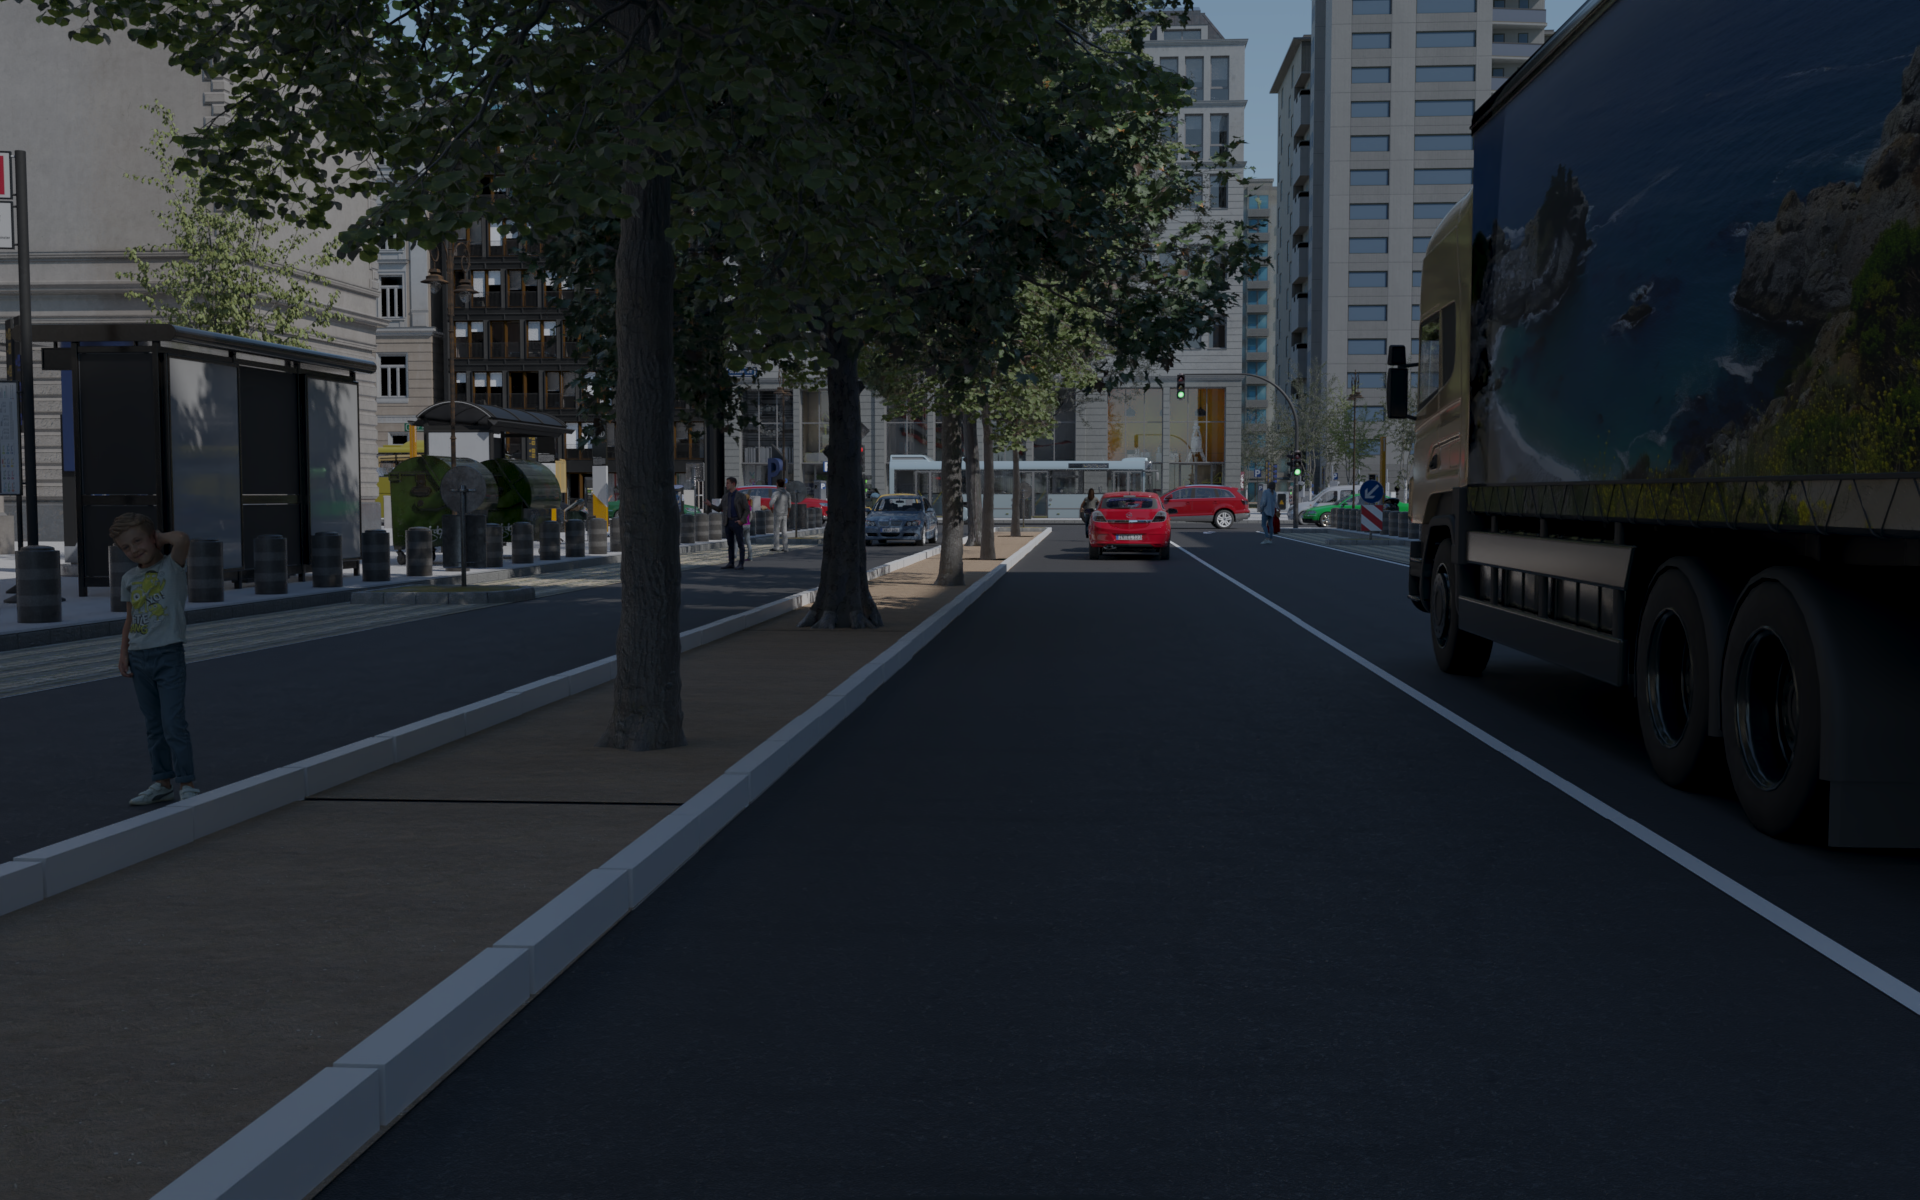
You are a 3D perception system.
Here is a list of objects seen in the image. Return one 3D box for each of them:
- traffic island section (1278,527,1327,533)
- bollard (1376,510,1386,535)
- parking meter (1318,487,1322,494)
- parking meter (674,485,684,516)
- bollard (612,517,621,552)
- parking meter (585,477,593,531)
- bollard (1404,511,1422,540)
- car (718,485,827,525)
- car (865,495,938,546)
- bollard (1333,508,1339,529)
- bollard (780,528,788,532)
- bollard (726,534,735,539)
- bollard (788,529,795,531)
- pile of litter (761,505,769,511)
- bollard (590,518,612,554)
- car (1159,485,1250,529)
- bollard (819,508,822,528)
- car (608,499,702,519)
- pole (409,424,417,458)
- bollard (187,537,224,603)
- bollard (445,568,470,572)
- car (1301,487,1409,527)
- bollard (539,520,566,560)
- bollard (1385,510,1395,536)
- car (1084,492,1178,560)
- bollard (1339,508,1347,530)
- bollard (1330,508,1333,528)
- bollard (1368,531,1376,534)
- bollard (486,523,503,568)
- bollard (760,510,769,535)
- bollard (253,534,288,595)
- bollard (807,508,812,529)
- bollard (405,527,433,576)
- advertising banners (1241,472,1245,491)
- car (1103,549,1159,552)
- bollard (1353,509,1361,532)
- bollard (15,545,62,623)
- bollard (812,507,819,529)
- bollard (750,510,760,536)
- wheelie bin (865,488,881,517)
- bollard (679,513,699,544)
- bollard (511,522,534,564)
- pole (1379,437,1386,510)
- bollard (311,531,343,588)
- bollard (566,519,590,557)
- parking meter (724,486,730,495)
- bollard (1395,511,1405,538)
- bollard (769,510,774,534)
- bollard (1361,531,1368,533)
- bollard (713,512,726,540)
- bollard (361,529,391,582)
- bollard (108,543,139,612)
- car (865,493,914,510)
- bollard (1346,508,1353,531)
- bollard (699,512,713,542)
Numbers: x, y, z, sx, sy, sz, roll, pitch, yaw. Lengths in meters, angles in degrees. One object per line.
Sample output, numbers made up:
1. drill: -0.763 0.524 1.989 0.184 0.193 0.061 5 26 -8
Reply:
1. traffic island section: 12.634 -2.621 65.140 2.009 0.180 2.903 0 4 4
2. bollard: 13.419 -2.432 54.479 0.404 0.777 0.398 0 3 0
3. parking meter: 31.795 -9.004 152.923 0.255 1.863 0.399 -1 4 -14
4. parking meter: -7.487 -2.288 45.813 0.372 1.533 0.369 0 3 0
5. bollard: -7.598 -1.459 38.570 0.404 0.777 0.398 0 3 0
6. parking meter: -12.775 -3.305 59.742 0.255 1.863 0.399 -1 4 -23
7. bollard: 13.047 -2.134 49.606 0.404 0.777 0.398 0 3 0
8. car: -8.095 -4.195 77.259 5.304 1.827 2.281 0 4 3
9. car: -1.672 -2.290 49.448 2.014 1.417 4.499 0 4 6
10. bollard: 14.172 -3.028 64.231 0.404 0.777 0.398 0 3 0
11. bollard: -6.099 -2.653 58.092 0.404 0.777 0.398 0 3 0
12. bollard: -6.723 -2.156 49.970 0.404 0.777 0.398 0 3 0
13. bollard: -5.974 -2.752 59.714 0.404 0.777 0.398 0 3 0
14. pile of litter: -7.575 -3.163 65.685 1.719 0.858 1.176 2 4 25
15. bollard: -7.726 -1.359 36.932 0.404 0.777 0.398 0 3 0
16. car: 9.354 -3.862 71.816 5.304 1.827 2.281 0 4 3
17. bollard: -5.472 -3.151 66.234 0.404 0.777 0.398 0 3 0
18. car: -15.162 -4.507 85.490 4.920 1.459 2.131 0 4 5
19. pole: -16.009 -3.482 50.770 0.158 3.312 0.155 0 3 0
20. bollard: -8.981 -0.360 20.611 0.404 0.777 0.398 0 3 0
21. bollard: -8.352 -0.860 28.777 0.404 0.777 0.398 0 3 0
22. car: 16.906 -3.966 73.634 4.718 1.807 1.959 0 4 3
23. bollard: -7.976 -1.160 33.683 0.404 0.777 0.398 0 3 0
24. bollard: 13.297 -2.333 52.857 0.404 0.777 0.398 0 3 0
25. car: 3.867 -1.851 39.312 2.155 1.783 4.494 0 4 6
26. bollard: 14.045 -2.929 62.608 0.404 0.777 0.398 0 3 0
27. bollard: 14.296 -3.128 65.865 0.404 0.777 0.398 0 3 0
28. bollard: 13.545 -2.531 56.101 0.404 0.777 0.398 0 3 0
29. bollard: -8.229 -0.959 30.399 0.404 0.777 0.398 0 3 0
30. bollard: -6.349 -2.454 54.844 0.404 0.777 0.398 0 3 0
31. bollard: -8.853 -0.461 22.247 0.404 0.777 0.398 0 3 0
32. bollard: -5.721 -2.952 62.979 0.404 0.777 0.398 0 3 0
33. bollard: -8.479 -0.760 27.148 0.404 0.777 0.398 0 3 0
34. advertising banners: 21.319 -8.431 134.035 2.074 3.025 0.090 -3 4 -39
35. car: 4.353 -1.926 44.078 1.945 1.354 3.894 0 4 6
36. bollard: 13.795 -2.730 59.353 0.404 0.777 0.398 0 3 0
37. bollard: -9.229 -0.161 17.347 0.404 0.777 0.398 0 3 0
38. bollard: -5.596 -3.052 64.611 0.404 0.777 0.398 0 3 0
39. bollard: -6.474 -2.355 53.214 0.404 0.777 0.398 0 3 0
40. wheelie bin: -4.440 -4.927 88.466 0.980 1.594 0.693 3 5 43
41. bollard: -7.100 -1.856 45.070 0.404 0.777 0.398 0 3 0
42. bollard: -8.097 -1.060 32.053 0.404 0.777 0.398 0 3 0
43. pole: 15.009 -4.138 61.505 0.158 3.312 0.155 0 3 0
44. bollard: -8.728 -0.561 23.893 0.404 0.777 0.398 0 3 0
45. bollard: -7.849 -1.259 35.309 0.404 0.777 0.398 0 3 0
46. parking meter: -7.407 -2.901 55.848 0.372 1.533 0.369 0 3 0
47. bollard: 13.175 -2.233 51.234 0.404 0.777 0.398 0 3 0
48. bollard: -6.227 -2.553 56.466 0.404 0.777 0.398 0 3 0
49. bollard: 13.676 -2.631 57.730 0.404 0.777 0.398 0 3 0
50. bollard: -6.850 -2.056 48.335 0.404 0.777 0.398 0 3 0
51. bollard: -8.603 -0.660 25.515 0.404 0.777 0.398 0 3 0
52. bollard: -9.103 -0.261 18.988 0.404 0.777 0.398 0 3 0
53. car: -1.993 -2.786 55.780 2.015 1.641 3.980 0 4 3
54. bollard: 13.921 -2.829 60.975 0.404 0.777 0.398 0 3 0
55. bollard: -6.973 -1.956 46.701 0.404 0.777 0.398 0 3 0
